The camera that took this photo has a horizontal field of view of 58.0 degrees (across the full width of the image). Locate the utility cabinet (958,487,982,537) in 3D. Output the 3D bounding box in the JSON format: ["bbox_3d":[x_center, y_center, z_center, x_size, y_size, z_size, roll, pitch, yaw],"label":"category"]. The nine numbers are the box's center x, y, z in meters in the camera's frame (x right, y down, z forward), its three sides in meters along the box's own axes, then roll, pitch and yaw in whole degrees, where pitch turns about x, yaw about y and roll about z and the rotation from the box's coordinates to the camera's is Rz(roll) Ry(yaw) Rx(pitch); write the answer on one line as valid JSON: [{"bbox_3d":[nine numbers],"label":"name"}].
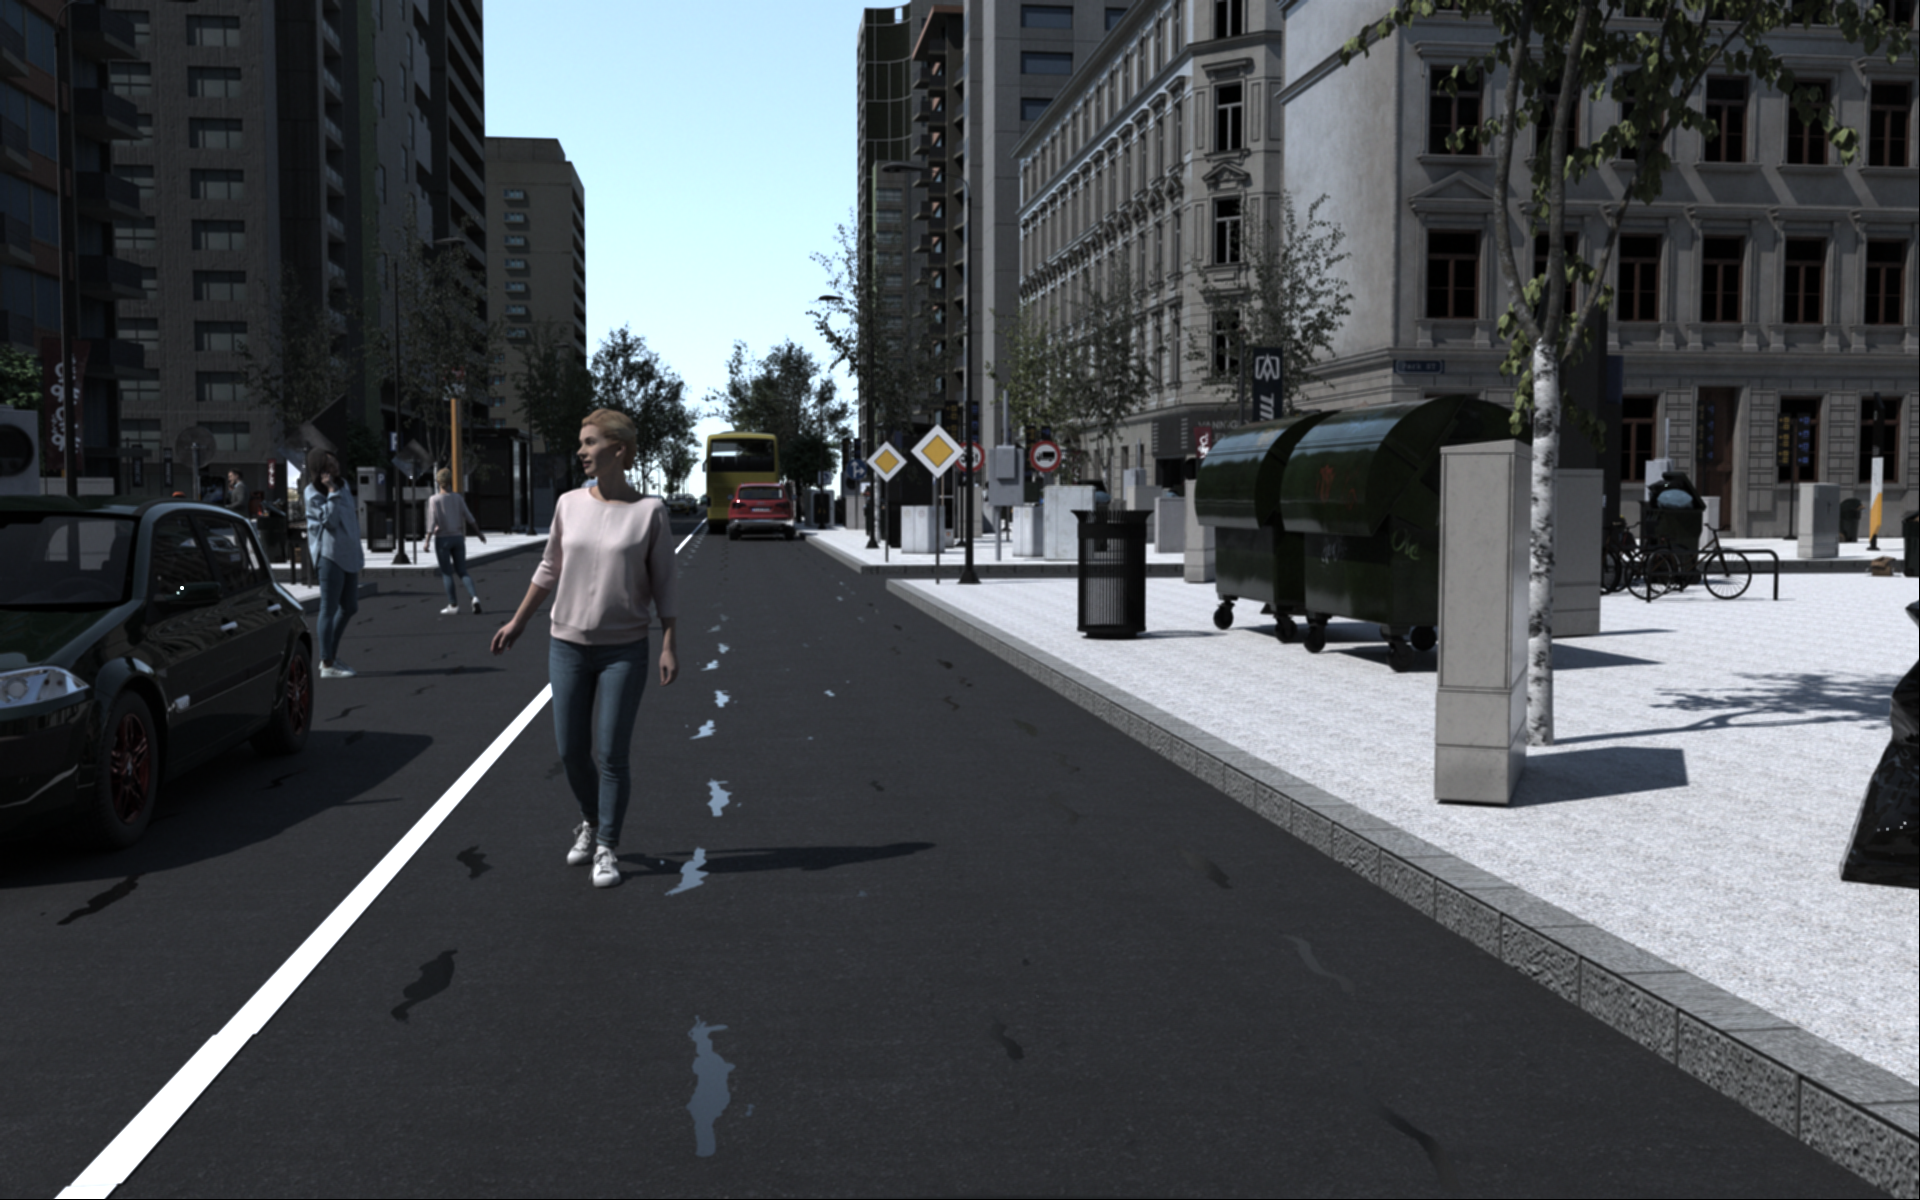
[{"bbox_3d":[0.070,-2.597,51.137,1.173,1.500,0.318,0,4,4],"label":"utility cabinet"}]

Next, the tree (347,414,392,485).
[{"bbox_3d":[-23.328,-5.008,65.594,4.285,4.588,4.351,0,3,0],"label":"tree"}]

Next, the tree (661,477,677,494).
[{"bbox_3d":[-30.443,-11.493,182.504,1.663,3.219,1.824,0,3,0],"label":"tree"}]

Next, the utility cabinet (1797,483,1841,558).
[{"bbox_3d":[17.088,-1.575,34.423,1.173,1.500,0.318,-3,5,-40],"label":"utility cabinet"}]

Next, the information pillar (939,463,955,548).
[{"bbox_3d":[-0.320,-2.231,40.971,0.304,2.012,0.304,-1,4,-18],"label":"information pillar"}]

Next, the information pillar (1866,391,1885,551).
[{"bbox_3d":[20.784,-2.929,39.251,0.183,3.616,0.504,1,4,10],"label":"information pillar"}]

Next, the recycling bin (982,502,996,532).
[{"bbox_3d":[0.932,-2.803,58.377,0.722,1.027,0.722,2,4,24],"label":"recycling bin"}]

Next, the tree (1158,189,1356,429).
[{"bbox_3d":[7.468,-5.550,41.101,4.360,8.622,3.978,0,3,0],"label":"tree"}]

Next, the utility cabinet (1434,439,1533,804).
[{"bbox_3d":[2.301,0.065,7.610,0.318,1.500,1.173,1,4,21],"label":"utility cabinet"}]

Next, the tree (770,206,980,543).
[{"bbox_3d":[-1.941,-5.786,44.958,4.360,8.622,3.978,0,3,0],"label":"tree"}]

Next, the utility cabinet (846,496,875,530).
[{"bbox_3d":[-3.594,-3.146,62.605,1.020,1.237,0.306,1,4,8],"label":"utility cabinet"}]

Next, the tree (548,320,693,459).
[{"bbox_3d":[-18.676,-9.689,92.820,7.601,10.594,8.767,2,4,25],"label":"tree"}]

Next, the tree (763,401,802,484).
[{"bbox_3d":[-13.323,-11.171,133.010,4.737,8.622,4.395,0,3,0],"label":"tree"}]

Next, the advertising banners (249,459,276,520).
[{"bbox_3d":[-34.746,-5.488,85.910,2.074,3.025,0.090,1,4,17],"label":"advertising banners"}]

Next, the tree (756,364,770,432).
[{"bbox_3d":[-8.572,-8.544,90.057,4.360,8.622,3.978,0,3,0],"label":"tree"}]

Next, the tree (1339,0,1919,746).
[{"bbox_3d":[3.199,-3.564,8.632,4.737,8.622,4.395,0,3,0],"label":"tree"}]

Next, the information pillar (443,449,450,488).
[{"bbox_3d":[-25.517,-5.796,86.112,0.504,3.616,0.183,3,5,45],"label":"information pillar"}]

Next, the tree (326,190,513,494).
[{"bbox_3d":[-12.749,-5.610,42.089,4.360,8.622,3.978,0,3,0],"label":"tree"}]

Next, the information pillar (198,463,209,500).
[{"bbox_3d":[-35.627,-5.522,81.645,0.504,3.616,0.183,-2,4,-30],"label":"information pillar"}]

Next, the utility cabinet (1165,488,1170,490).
[{"bbox_3d":[7.993,-3.510,66.066,0.318,1.500,1.173,1,4,15],"label":"utility cabinet"}]

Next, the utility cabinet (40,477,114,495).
[{"bbox_3d":[-12.097,-0.902,23.422,1.173,1.500,0.318,-3,5,-40],"label":"utility cabinet"}]

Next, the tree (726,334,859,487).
[{"bbox_3d":[-9.160,-10.186,100.949,7.601,10.594,8.767,2,4,31],"label":"tree"}]

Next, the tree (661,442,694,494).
[{"bbox_3d":[-40.248,-17.996,244.600,4.737,8.622,4.395,0,3,0],"label":"tree"}]

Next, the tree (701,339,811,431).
[{"bbox_3d":[-24.827,-21.800,212.312,12.611,20.169,13.585,0,3,0],"label":"tree"}]

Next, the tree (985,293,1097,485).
[{"bbox_3d":[2.803,-6.895,63.104,4.737,8.622,4.395,0,3,0],"label":"tree"}]

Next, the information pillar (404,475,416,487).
[{"bbox_3d":[-20.798,-3.728,65.446,0.304,2.012,0.304,-3,4,-38],"label":"information pillar"}]

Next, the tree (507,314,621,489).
[{"bbox_3d":[-16.584,-7.366,70.802,4.737,8.622,4.395,0,3,0],"label":"tree"}]

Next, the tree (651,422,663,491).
[{"bbox_3d":[-22.646,-10.492,121.900,4.360,8.622,3.978,0,3,0],"label":"tree"}]

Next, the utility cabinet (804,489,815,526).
[{"bbox_3d":[-6.032,-3.731,69.687,0.318,1.500,1.173,0,4,2],"label":"utility cabinet"}]

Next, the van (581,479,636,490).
[{"bbox_3d":[-9.219,-2.339,45.259,2.013,2.044,4.112,0,4,-8],"label":"van"}]

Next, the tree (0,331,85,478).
[{"bbox_3d":[-18.477,-3.019,33.079,4.285,4.588,4.351,0,3,0],"label":"tree"}]

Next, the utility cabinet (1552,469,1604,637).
[{"bbox_3d":[5.198,-0.414,15.448,1.173,1.500,0.318,-2,4,-30],"label":"utility cabinet"}]

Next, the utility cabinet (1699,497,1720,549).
[{"bbox_3d":[17.608,-1.830,41.087,0.306,1.237,1.020,0,4,-6],"label":"utility cabinet"}]

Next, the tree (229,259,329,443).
[{"bbox_3d":[-20.427,-6.345,54.101,4.360,8.622,3.978,0,3,0],"label":"tree"}]

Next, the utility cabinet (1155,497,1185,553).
[{"bbox_3d":[4.754,-1.621,37.665,1.020,1.237,0.306,-1,4,-15],"label":"utility cabinet"}]

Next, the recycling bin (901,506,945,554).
[{"bbox_3d":[-0.796,-1.521,37.418,0.722,1.027,0.722,2,4,30],"label":"recycling bin"}]

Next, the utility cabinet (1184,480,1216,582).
[{"bbox_3d":[3.540,-1.022,25.394,0.318,1.500,1.173,1,4,19],"label":"utility cabinet"}]

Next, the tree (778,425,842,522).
[{"bbox_3d":[-6.974,-5.970,81.315,4.285,4.588,4.351,0,3,0],"label":"tree"}]

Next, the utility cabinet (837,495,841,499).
[{"bbox_3d":[-6.083,-4.787,89.435,0.306,1.237,1.020,1,4,13],"label":"utility cabinet"}]

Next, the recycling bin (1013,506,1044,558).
[{"bbox_3d":[1.555,-1.399,35.429,0.722,1.027,0.722,-2,4,-33],"label":"recycling bin"}]

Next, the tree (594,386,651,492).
[{"bbox_3d":[-21.976,-9.789,110.420,4.360,8.622,3.978,0,3,0],"label":"tree"}]

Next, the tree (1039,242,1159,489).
[{"bbox_3d":[4.266,-6.177,51.350,4.360,8.622,3.978,0,3,0],"label":"tree"}]

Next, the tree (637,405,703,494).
[{"bbox_3d":[-33.081,-16.590,197.003,9.928,11.665,9.643,0,3,0],"label":"tree"}]

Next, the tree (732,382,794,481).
[{"bbox_3d":[-19.512,-15.618,173.477,7.486,12.596,7.792,0,3,0],"label":"tree"}]

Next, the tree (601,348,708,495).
[{"bbox_3d":[-26.147,-14.267,143.638,12.009,13.543,11.850,0,3,0],"label":"tree"}]
